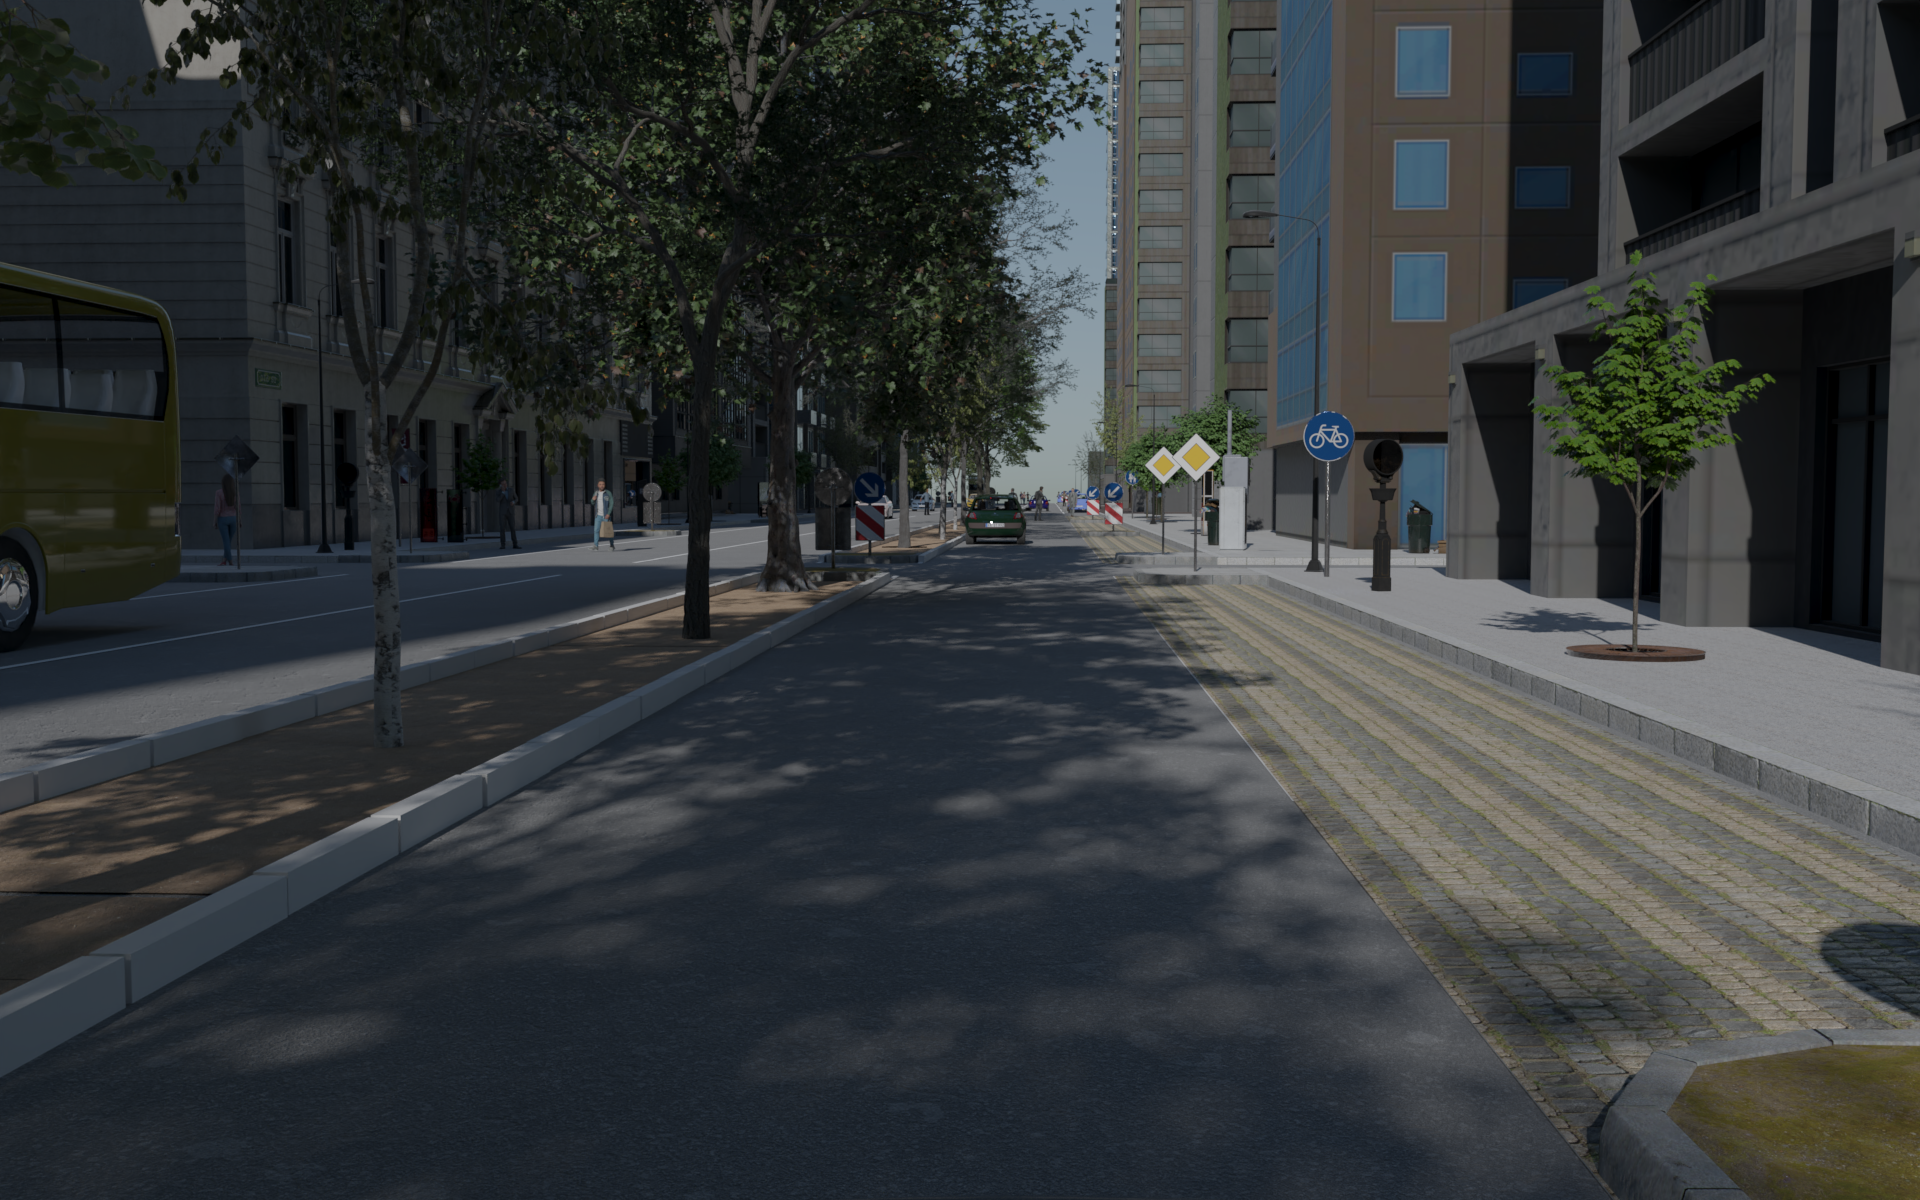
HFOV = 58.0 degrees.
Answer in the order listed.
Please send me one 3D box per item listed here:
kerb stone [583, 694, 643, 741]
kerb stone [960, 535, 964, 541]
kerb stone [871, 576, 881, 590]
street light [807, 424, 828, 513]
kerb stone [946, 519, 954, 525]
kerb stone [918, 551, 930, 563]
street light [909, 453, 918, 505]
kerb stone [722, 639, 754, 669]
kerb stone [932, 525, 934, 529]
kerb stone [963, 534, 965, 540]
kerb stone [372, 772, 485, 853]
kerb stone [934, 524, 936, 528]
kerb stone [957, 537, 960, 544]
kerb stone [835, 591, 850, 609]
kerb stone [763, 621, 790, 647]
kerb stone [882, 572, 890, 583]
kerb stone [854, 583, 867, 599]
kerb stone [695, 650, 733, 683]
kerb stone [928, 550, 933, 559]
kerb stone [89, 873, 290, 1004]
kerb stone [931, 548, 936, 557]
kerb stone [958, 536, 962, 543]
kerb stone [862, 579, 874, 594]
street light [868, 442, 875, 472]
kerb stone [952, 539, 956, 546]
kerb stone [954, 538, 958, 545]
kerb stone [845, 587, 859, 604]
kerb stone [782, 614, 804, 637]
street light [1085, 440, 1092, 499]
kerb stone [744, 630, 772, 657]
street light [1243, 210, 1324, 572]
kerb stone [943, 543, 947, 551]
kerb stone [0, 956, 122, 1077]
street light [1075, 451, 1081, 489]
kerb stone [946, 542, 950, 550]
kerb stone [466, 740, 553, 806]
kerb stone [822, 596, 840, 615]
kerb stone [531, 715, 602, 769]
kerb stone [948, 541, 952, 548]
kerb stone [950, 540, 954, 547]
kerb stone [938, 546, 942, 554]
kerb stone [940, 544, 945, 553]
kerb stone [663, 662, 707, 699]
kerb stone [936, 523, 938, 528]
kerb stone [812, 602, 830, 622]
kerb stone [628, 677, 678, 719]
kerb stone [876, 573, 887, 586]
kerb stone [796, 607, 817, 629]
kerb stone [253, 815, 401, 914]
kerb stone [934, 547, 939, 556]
[{"bbox_3d":[-2.111,0.716,10.482,0.120,0.150,1.000,0,4,3],"label":"kerb stone"},{"bbox_3d":[-0.054,-1.752,50.957,0.120,0.150,1.000,0,4,3],"label":"kerb stone"},{"bbox_3d":[-1.327,-0.217,25.850,0.120,0.150,1.000,0,4,3],"label":"kerb stone"},{"bbox_3d":[-9.449,-8.691,114.639,1.470,5.913,1.316,0,4,3],"label":"street light"},{"bbox_3d":[-0.504,-3.764,83.786,0.120,0.150,1.000,0,4,3],"label":"kerb stone"},{"bbox_3d":[-0.783,-0.882,36.609,0.120,0.150,1.000,0,4,3],"label":"kerb stone"},{"bbox_3d":[-5.176,-13.716,196.803,1.470,5.913,1.316,0,4,3],"label":"street light"},{"bbox_3d":[-1.899,0.471,14.581,0.120,0.150,1.000,0,4,3],"label":"kerb stone"},{"bbox_3d":[-1.222,-2.884,69.476,0.120,0.150,1.000,0,4,3],"label":"kerb stone"},{"bbox_3d":[-0.011,-1.821,51.983,0.120,0.150,1.000,0,4,3],"label":"kerb stone"},{"bbox_3d":[-2.267,0.904,7.416,0.120,0.150,1.000,0,4,3],"label":"kerb stone"},{"bbox_3d":[-1.177,-2.954,70.498,0.120,0.150,1.000,0,4,3],"label":"kerb stone"},{"bbox_3d":[-0.164,-1.633,48.900,0.120,0.150,1.000,0,4,3],"label":"kerb stone"},{"bbox_3d":[-1.533,0.027,21.761,0.120,0.150,1.000,0,4,3],"label":"kerb stone"},{"bbox_3d":[-1.794,0.341,16.640,0.120,0.150,1.000,0,4,3],"label":"kerb stone"},{"bbox_3d":[-1.234,-0.347,27.902,0.120,0.150,1.000,0,4,3],"label":"kerb stone"},{"bbox_3d":[-1.429,-0.094,23.808,0.120,0.150,1.000,0,4,3],"label":"kerb stone"},{"bbox_3d":[-1.952,0.528,13.555,0.120,0.150,1.000,0,4,3],"label":"kerb stone"},{"bbox_3d":[-0.730,-0.945,37.643,0.120,0.150,1.000,0,4,3],"label":"kerb stone"},{"bbox_3d":[-2.362,1.038,5.367,0.120,0.150,1.000,0,4,3],"label":"kerb stone"},{"bbox_3d":[-0.686,-1.003,38.667,0.120,0.150,1.000,0,4,3],"label":"kerb stone"},{"bbox_3d":[-0.109,-1.695,49.929,0.120,0.150,1.000,0,4,3],"label":"kerb stone"},{"bbox_3d":[-1.380,-0.158,24.829,0.120,0.150,1.000,0,4,3],"label":"kerb stone"},{"bbox_3d":[-7.499,-11.012,152.593,1.470,5.913,1.316,0,4,3],"label":"street light"},{"bbox_3d":[-0.270,-1.508,46.859,0.120,0.150,1.000,0,4,3],"label":"kerb stone"},{"bbox_3d":[-0.207,-1.570,47.879,0.120,0.150,1.000,0,4,3],"label":"kerb stone"},{"bbox_3d":[-1.482,-0.036,22.787,0.120,0.150,1.000,0,4,3],"label":"kerb stone"},{"bbox_3d":[-1.743,0.277,17.661,0.120,0.150,1.000,0,4,3],"label":"kerb stone"},{"bbox_3d":[11.563,-10.840,149.779,1.470,5.913,1.316,0,4,3],"label":"street light"},{"bbox_3d":[-1.855,0.406,15.612,0.120,0.150,1.000,0,4,3],"label":"kerb stone"},{"bbox_3d":[5.324,-3.422,28.486,1.470,5.913,1.316,0,4,3],"label":"street light"},{"bbox_3d":[-0.468,-1.258,42.768,0.120,0.150,1.000,0,4,3],"label":"kerb stone"},{"bbox_3d":[-2.412,1.098,4.332,0.120,0.150,1.000,0,4,3],"label":"kerb stone"},{"bbox_3d":[13.376,-13.162,187.740,1.470,5.913,1.316,0,4,3],"label":"street light"},{"bbox_3d":[-0.417,-1.319,43.788,0.120,0.150,1.000,0,4,3],"label":"kerb stone"},{"bbox_3d":[-2.201,0.841,8.440,0.120,0.150,1.000,0,4,3],"label":"kerb stone"},{"bbox_3d":[-1.588,0.090,20.734,0.120,0.150,1.000,0,4,3],"label":"kerb stone"},{"bbox_3d":[-2.158,0.779,9.461,0.120,0.150,1.000,0,4,3],"label":"kerb stone"},{"bbox_3d":[-0.367,-1.383,44.814,0.120,0.150,1.000,0,4,3],"label":"kerb stone"},{"bbox_3d":[-0.317,-1.444,45.835,0.120,0.150,1.000,0,4,3],"label":"kerb stone"},{"bbox_3d":[-0.581,-1.132,40.708,0.120,0.150,1.000,0,4,3],"label":"kerb stone"},{"bbox_3d":[-0.520,-1.195,41.737,0.120,0.150,1.000,0,4,3],"label":"kerb stone"},{"bbox_3d":[-2.010,0.591,12.526,0.120,0.150,1.000,0,4,3],"label":"kerb stone"},{"bbox_3d":[-1.121,-3.015,71.518,0.120,0.150,1.000,0,4,3],"label":"kerb stone"},{"bbox_3d":[-1.635,0.153,19.713,0.120,0.150,1.000,0,4,3],"label":"kerb stone"},{"bbox_3d":[-2.054,0.654,11.503,0.120,0.150,1.000,0,4,3],"label":"kerb stone"},{"bbox_3d":[-1.276,-0.287,26.881,0.120,0.150,1.000,0,4,3],"label":"kerb stone"},{"bbox_3d":[-1.693,0.215,18.692,0.120,0.150,1.000,0,4,3],"label":"kerb stone"},{"bbox_3d":[-2.318,0.970,6.388,0.120,0.150,1.000,0,4,3],"label":"kerb stone"},{"bbox_3d":[-0.634,-1.070,39.687,0.120,0.150,1.000,0,4,3],"label":"kerb stone"}]
